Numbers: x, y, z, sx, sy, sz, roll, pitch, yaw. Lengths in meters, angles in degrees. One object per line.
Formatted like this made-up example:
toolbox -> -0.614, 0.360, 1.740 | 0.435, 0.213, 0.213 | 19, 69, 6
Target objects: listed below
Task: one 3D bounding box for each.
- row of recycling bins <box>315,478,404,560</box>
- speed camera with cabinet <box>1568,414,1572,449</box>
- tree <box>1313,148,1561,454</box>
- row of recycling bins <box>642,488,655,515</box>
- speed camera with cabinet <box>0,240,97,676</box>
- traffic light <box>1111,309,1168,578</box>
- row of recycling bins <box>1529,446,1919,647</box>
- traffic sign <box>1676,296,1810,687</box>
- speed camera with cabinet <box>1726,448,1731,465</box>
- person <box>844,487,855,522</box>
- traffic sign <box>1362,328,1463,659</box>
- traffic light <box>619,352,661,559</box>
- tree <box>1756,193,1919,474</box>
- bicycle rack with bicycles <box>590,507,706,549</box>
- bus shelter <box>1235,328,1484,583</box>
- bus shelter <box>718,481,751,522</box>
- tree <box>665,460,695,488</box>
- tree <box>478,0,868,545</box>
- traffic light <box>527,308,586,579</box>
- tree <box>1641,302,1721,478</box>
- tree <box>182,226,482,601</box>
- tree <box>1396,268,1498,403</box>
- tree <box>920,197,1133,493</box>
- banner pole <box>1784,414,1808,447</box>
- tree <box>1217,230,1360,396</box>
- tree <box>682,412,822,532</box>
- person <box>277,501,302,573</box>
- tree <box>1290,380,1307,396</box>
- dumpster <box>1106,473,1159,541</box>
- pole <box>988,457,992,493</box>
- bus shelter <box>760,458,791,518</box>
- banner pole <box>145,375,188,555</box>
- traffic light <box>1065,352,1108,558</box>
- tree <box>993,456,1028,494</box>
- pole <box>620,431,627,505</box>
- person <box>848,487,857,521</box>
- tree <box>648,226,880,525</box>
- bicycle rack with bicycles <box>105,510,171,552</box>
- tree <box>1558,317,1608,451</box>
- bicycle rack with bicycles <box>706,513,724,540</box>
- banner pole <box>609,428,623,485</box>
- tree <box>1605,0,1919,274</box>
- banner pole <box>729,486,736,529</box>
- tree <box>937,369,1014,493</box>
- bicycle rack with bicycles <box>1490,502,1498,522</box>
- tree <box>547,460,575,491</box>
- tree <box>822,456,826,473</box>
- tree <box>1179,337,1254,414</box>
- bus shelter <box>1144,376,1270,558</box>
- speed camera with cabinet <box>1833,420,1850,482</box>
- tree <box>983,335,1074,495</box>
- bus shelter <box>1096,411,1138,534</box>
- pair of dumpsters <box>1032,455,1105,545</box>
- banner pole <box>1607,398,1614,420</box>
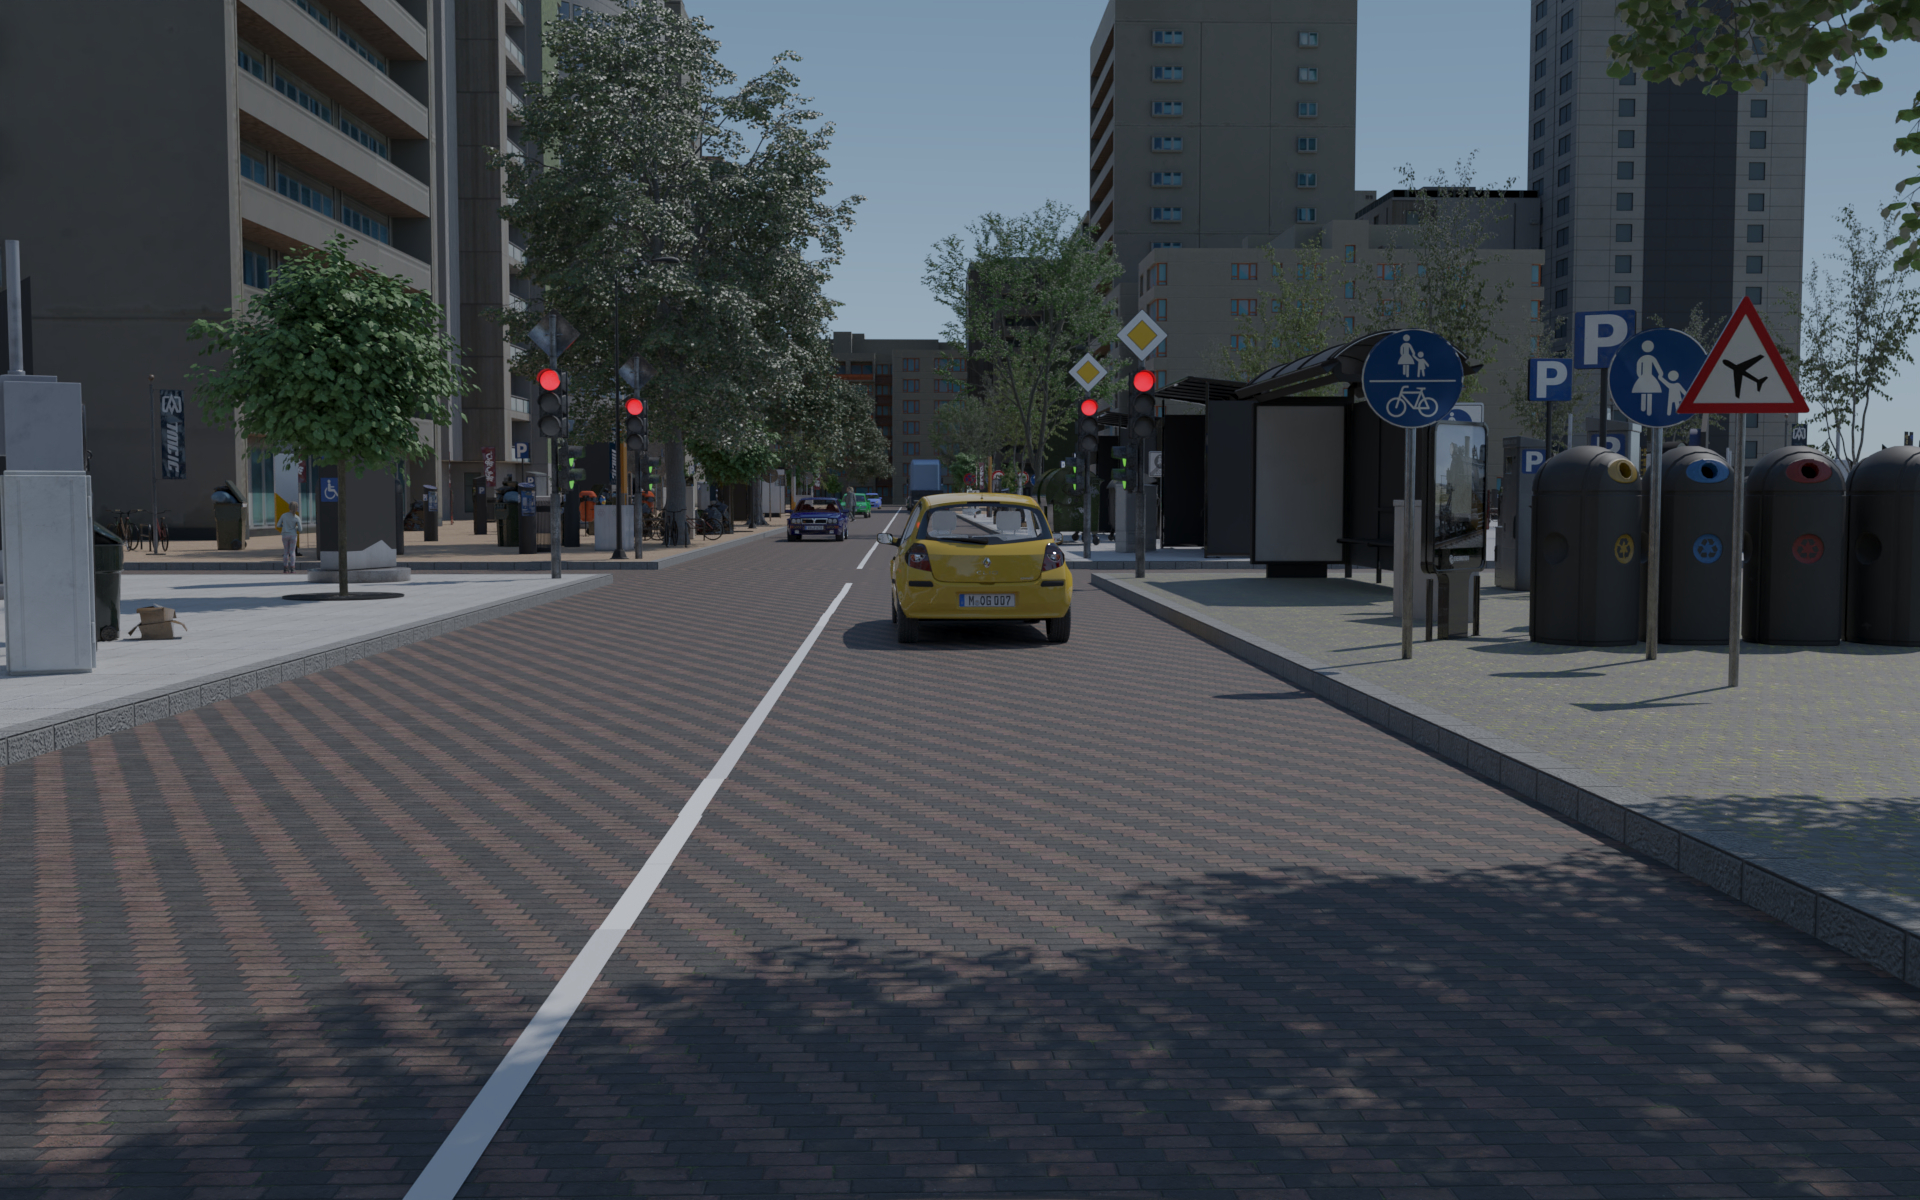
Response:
row of recycling bins -> -12.173, -1.711, 35.090 | 1.069, 1.692, 3.534 | 0, 4, -1
speed camera with cabinet -> 14.967, -2.921, 42.099 | 0.660, 3.252, 2.038 | 1, 4, 22
tree -> 10.184, -5.337, 37.622 | 4.360, 8.622, 3.978 | 0, 3, 0
row of recycling bins -> -19.317, -6.041, 105.891 | 1.069, 1.692, 3.534 | 0, 4, 6
speed camera with cabinet -> -6.907, -1.147, 13.084 | 0.660, 3.252, 2.038 | -2, 4, -28
traffic light -> 2.745, -2.296, 26.453 | 0.839, 4.253, 0.868 | 0, 4, -2
row of recycling bins -> 6.717, -0.478, 14.934 | 3.534, 1.692, 1.069 | 0, 4, 1
traffic sign -> 5.161, -0.702, 11.484 | 0.884, 2.594, 0.081 | 0, 4, -1
speed camera with cabinet -> 35.548, -5.233, 79.895 | 0.660, 3.252, 2.038 | 3, 5, 44
person -> -5.780, -4.951, 89.551 | 0.767, 1.812, 0.694 | -1, 4, -15
traffic sign -> 3.481, -0.814, 13.410 | 0.768, 2.556, 0.104 | 0, 4, 5
traffic light -> -6.341, -2.767, 34.165 | 0.839, 4.253, 0.868 | 0, 4, -2
tree -> 22.007, -5.658, 42.868 | 4.360, 8.622, 3.978 | 0, 3, 0
bicycle rack with bicycles -> -7.659, -1.743, 41.886 | 2.852, 0.926, 2.925 | 0, 4, -8
bus shelter -> 5.312, -1.838, 23.977 | 2.014, 3.302, 5.546 | 0, 4, -2
bus shelter -> -10.252, -5.530, 81.698 | 1.731, 3.624, 6.357 | 0, 4, -2
tree -> -13.860, -5.554, 85.412 | 1.663, 3.219, 1.824 | 0, 3, 0
tree -> -7.165, -8.352, 43.210 | 9.857, 13.997, 8.962 | 0, 3, 0
traffic light -> -6.112, -2.279, 26.184 | 0.839, 4.253, 0.868 | 0, 4, -2
tree -> 28.105, -7.166, 67.534 | 4.360, 8.622, 3.978 | 0, 3, 0
tree -> -7.556, -2.300, 21.320 | 4.285, 4.588, 4.351 | 0, 3, 0
tree -> 15.171, -6.444, 55.715 | 4.737, 8.622, 4.395 | 0, 3, 0
tree -> 2.679, -8.351, 62.294 | 9.928, 11.665, 9.643 | 0, 3, 0
banner pole -> 26.044, -3.923, 54.163 | 0.863, 3.779, 0.401 | 1, 4, 10
tree -> 9.360, -6.036, 49.051 | 4.737, 8.622, 4.395 | 0, 3, 0
tree -> -7.773, -4.579, 58.583 | 4.285, 4.588, 4.351 | 0, 3, 0
person -> -12.169, -1.141, 31.441 | 0.425, 1.301, 0.394 | -1, 4, -23
tree -> 19.342, -9.195, 100.705 | 4.360, 8.622, 3.978 | 0, 3, 0
dumpster -> 4.675, -2.508, 46.758 | 1.264, 1.857, 1.865 | 0, 4, -2
pole -> 1.633, -6.153, 94.443 | 0.158, 3.312, 0.155 | 0, 3, 0
bus shelter -> -10.372, -6.307, 97.045 | 2.014, 3.302, 5.546 | 0, 4, -1
banner pole -> -16.742, -2.842, 36.491 | 0.863, 3.779, 0.401 | -2, 4, -31
traffic light -> 2.516, -2.784, 34.434 | 0.839, 4.253, 0.868 | 0, 4, -2
tree -> 2.738, -5.778, 89.068 | 1.663, 3.219, 1.824 | 0, 3, 0
pole -> -10.810, -3.782, 55.675 | 0.158, 3.312, 0.155 | 0, 3, 0
person -> -5.819, -5.062, 91.454 | 0.709, 1.800, 0.728 | 1, 4, 22
tree -> -8.612, -9.475, 71.924 | 9.611, 12.733, 9.660 | 0, 3, 0
bicycle rack with bicycles -> -19.197, -1.568, 39.025 | 2.852, 0.926, 2.925 | -2, 4, -30
tree -> 22.601, -7.131, 66.952 | 4.360, 8.622, 3.978 | 0, 3, 0
bicycle rack with bicycles -> -8.227, -2.067, 47.172 | 2.925, 0.926, 2.852 | 1, 4, 15
banner pole -> -11.468, -4.166, 58.128 | 0.401, 3.779, 0.863 | 3, 4, 37
tree -> 4.497, -5.338, 5.407 | 7.486, 12.596, 7.792 | 0, 3, 0
banner pole -> -8.558, -4.554, 64.471 | 0.401, 3.779, 0.863 | 0, 4, -8
tree -> 1.625, -9.268, 101.900 | 4.360, 8.622, 3.978 | 0, 3, 0
bicycle rack with bicycles -> 25.225, -4.091, 80.274 | 2.925, 0.926, 2.852 | 0, 4, 4
tree -> -18.369, -5.203, 79.669 | 1.663, 3.219, 1.824 | 0, 3, 0
tree -> -9.525, -7.249, 102.229 | 4.285, 4.588, 4.351 | 0, 3, 0
tree -> 12.311, -7.960, 80.502 | 4.360, 8.622, 3.978 | 0, 3, 0
bus shelter -> 5.303, -2.831, 37.567 | 1.731, 3.624, 6.357 | 0, 4, -2
speed camera with cabinet -> 23.857, -3.177, 46.278 | 2.038, 3.252, 0.660 | -1, 4, -16
tree -> 2.881, -7.870, 79.035 | 4.737, 8.622, 4.395 | 0, 3, 0
bus shelter -> 4.912, -3.723, 52.146 | 1.731, 3.624, 6.357 | 0, 4, -2
pair of dumpsters -> 2.821, -2.616, 45.263 | 1.574, 2.255, 4.437 | 0, 4, -2
banner pole -> 16.685, -3.334, 44.529 | 0.401, 3.779, 0.863 | 2, 4, 31
